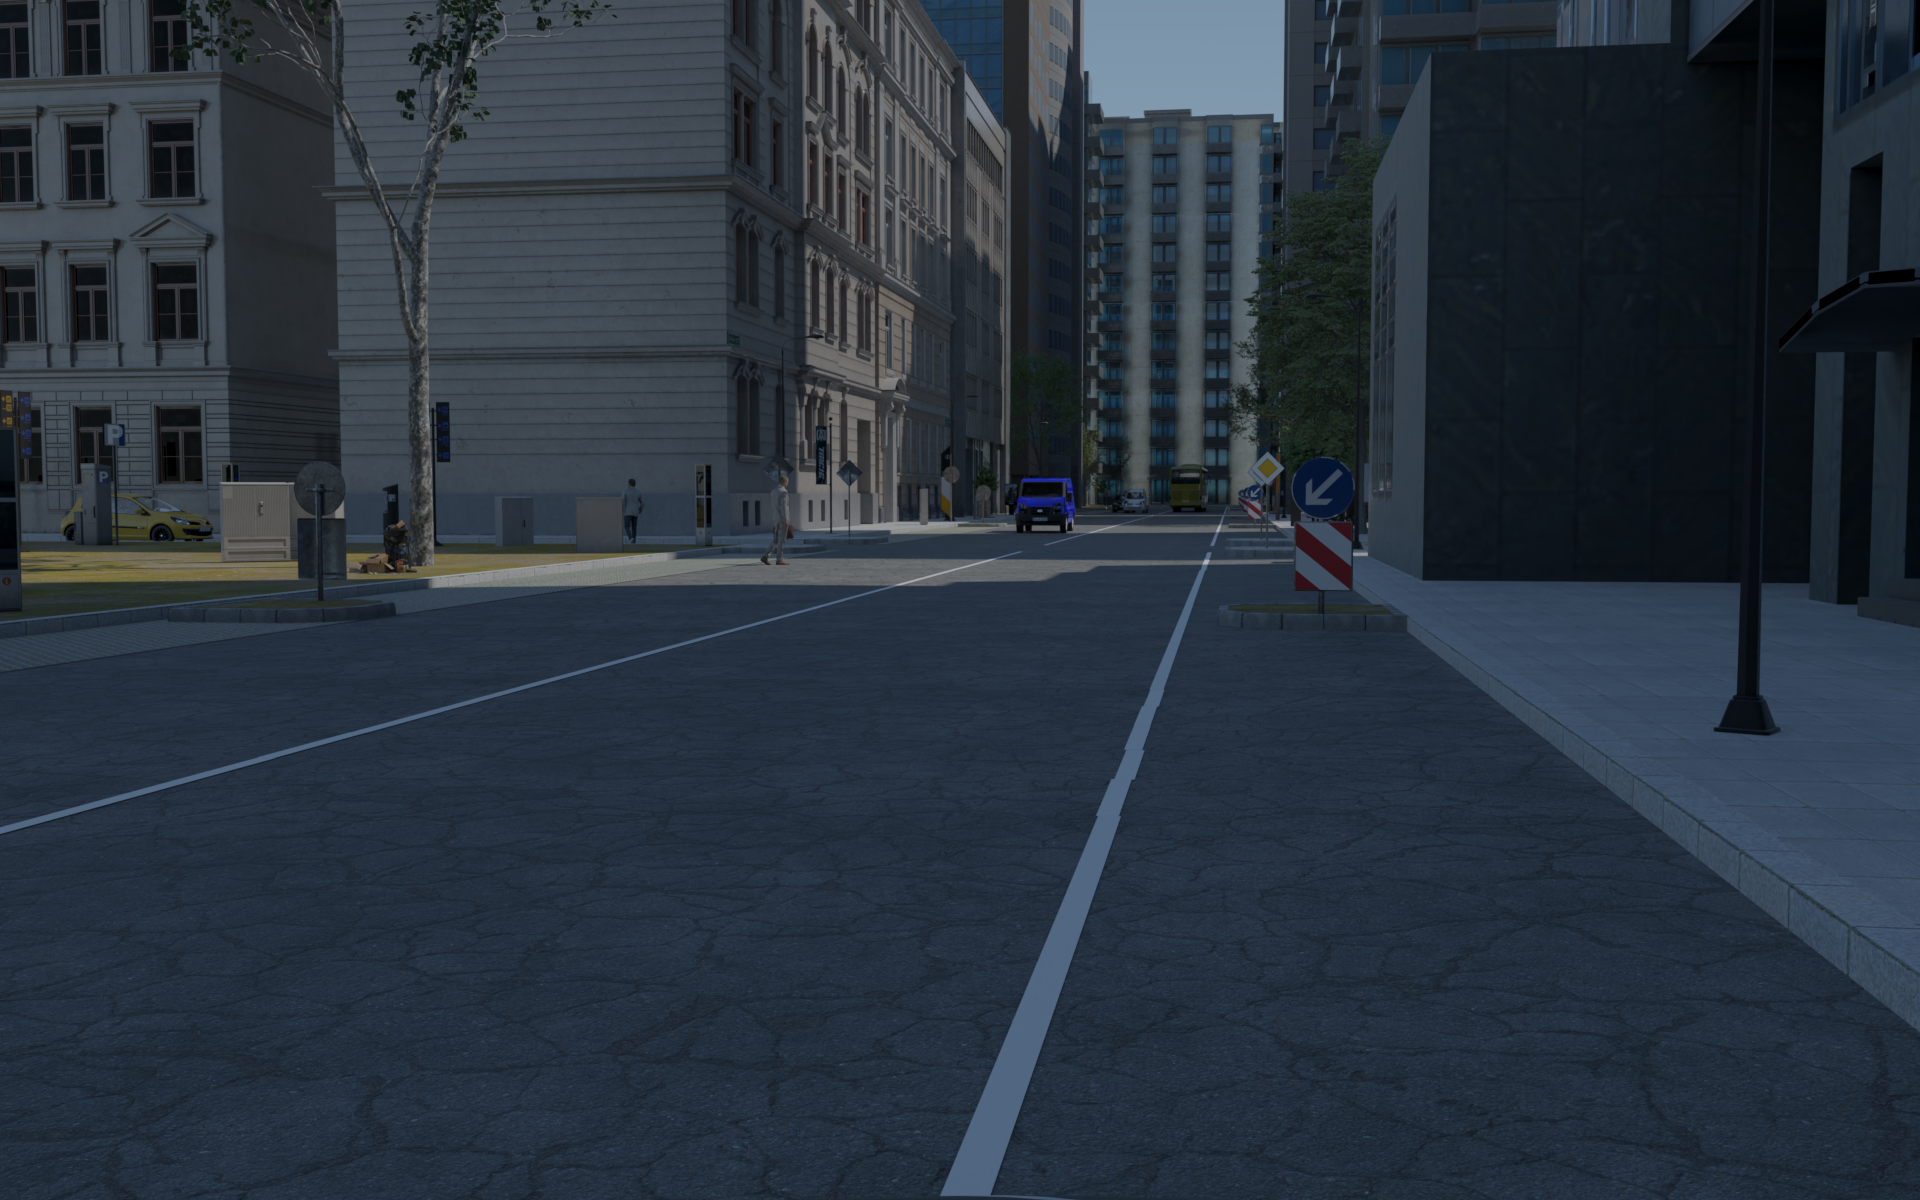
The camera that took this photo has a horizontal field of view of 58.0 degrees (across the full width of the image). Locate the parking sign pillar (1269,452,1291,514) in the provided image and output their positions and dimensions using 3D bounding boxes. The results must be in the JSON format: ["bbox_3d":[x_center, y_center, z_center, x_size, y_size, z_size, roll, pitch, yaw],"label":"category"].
[{"bbox_3d":[20.456,-7.465,110.522,1.447,3.967,1.447,0,4,-1],"label":"parking sign pillar"}]

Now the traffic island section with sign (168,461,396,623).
[{"bbox_3d":[-7.701,-0.700,20.072,1.989,1.847,2.006,1,4,9],"label":"traffic island section with sign"}]

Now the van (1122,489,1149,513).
[{"bbox_3d":[13.161,-7.491,129.481,2.013,2.044,4.112,1,4,10],"label":"van"}]

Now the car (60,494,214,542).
[{"bbox_3d":[-22.968,-2.337,48.440,3.980,1.641,2.015,0,4,8],"label":"car"}]

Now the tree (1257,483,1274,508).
[{"bbox_3d":[29.852,-10.872,172.364,1.663,3.219,1.824,0,3,0],"label":"tree"}]

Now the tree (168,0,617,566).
[{"bbox_3d":[-10.868,-10.709,30.987,12.611,20.169,13.585,0,3,0],"label":"tree"}]

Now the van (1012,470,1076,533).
[{"bbox_3d":[3.236,-3.729,65.353,2.240,2.365,5.245,0,4,8],"label":"van"}]

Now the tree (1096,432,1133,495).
[{"bbox_3d":[18.194,-15.388,201.948,4.360,8.622,3.978,0,3,0],"label":"tree"}]

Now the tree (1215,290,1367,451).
[{"bbox_3d":[15.269,-8.893,79.819,7.601,10.594,8.767,-1,4,-17],"label":"tree"}]

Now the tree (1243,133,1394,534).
[{"bbox_3d":[12.693,-8.367,54.925,7.486,12.596,7.792,0,3,0],"label":"tree"}]

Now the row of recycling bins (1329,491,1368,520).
[{"bbox_3d":[18.945,-4.782,85.301,1.069,1.692,3.534,-2,4,-29],"label":"row of recycling bins"}]

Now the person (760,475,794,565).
[{"bbox_3d":[-3.615,-1.614,35.005,0.853,1.813,0.709,-3,4,-39],"label":"person"}]

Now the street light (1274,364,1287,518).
[{"bbox_3d":[11.992,-5.432,61.347,1.470,5.913,1.316,1,4,9],"label":"street light"}]

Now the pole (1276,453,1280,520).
[{"bbox_3d":[15.759,-5.627,85.838,0.158,3.312,0.155,0,3,0],"label":"pole"}]

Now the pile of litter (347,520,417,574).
[{"bbox_3d":[-9.481,-0.883,28.398,1.176,0.858,1.719,0,4,-8],"label":"pile of litter"}]

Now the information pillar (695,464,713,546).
[{"bbox_3d":[-6.286,-2.325,42.501,0.304,2.012,0.304,2,4,27],"label":"information pillar"}]

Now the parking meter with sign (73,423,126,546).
[{"bbox_3d":[-21.651,-2.886,43.452,1.738,3.016,0.543,2,4,34],"label":"parking meter with sign"}]

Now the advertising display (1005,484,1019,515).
[{"bbox_3d":[3.158,-6.167,106.050,0.974,1.923,0.123,3,4,38],"label":"advertising display"}]

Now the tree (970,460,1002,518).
[{"bbox_3d":[1.261,-6.055,93.608,1.663,3.219,1.824,0,3,0],"label":"tree"}]

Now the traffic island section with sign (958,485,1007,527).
[{"bbox_3d":[1.022,-4.098,75.636,1.989,1.847,2.006,1,4,9],"label":"traffic island section with sign"}]

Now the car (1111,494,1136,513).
[{"bbox_3d":[12.798,-7.658,134.994,2.009,1.686,4.222,1,4,8],"label":"car"}]

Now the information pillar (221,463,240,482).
[{"bbox_3d":[-17.399,-2.254,41.339,0.304,2.012,0.304,1,4,10],"label":"information pillar"}]

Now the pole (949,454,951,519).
[{"bbox_3d":[-0.536,-5.793,88.558,0.158,3.312,0.155,0,3,0],"label":"pole"}]

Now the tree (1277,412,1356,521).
[{"bbox_3d":[13.561,-4.972,65.005,4.285,4.588,4.351,0,3,0],"label":"tree"}]

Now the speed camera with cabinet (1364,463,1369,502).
[{"bbox_3d":[12.491,-3.337,48.889,2.038,3.252,0.660,2,4,24],"label":"speed camera with cabinet"}]

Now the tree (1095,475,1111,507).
[{"bbox_3d":[14.672,-11.173,177.282,1.663,3.219,1.824,0,3,0],"label":"tree"}]

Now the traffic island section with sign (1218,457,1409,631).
[{"bbox_3d":[3.875,-0.647,19.211,1.989,1.847,2.006,1,4,9],"label":"traffic island section with sign"}]

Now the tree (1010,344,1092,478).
[{"bbox_3d":[5.591,-11.918,120.615,9.928,11.665,9.643,0,3,0],"label":"tree"}]

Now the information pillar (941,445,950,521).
[{"bbox_3d":[-0.679,-5.625,83.317,0.504,3.616,0.183,-2,4,-29],"label":"information pillar"}]

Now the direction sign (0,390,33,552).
[{"bbox_3d":[-20.717,-2.818,38.077,0.379,3.537,0.876,1,4,13],"label":"direction sign"}]

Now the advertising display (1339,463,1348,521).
[{"bbox_3d":[8.067,-1.911,36.466,0.123,1.923,0.974,1,4,15],"label":"advertising display"}]

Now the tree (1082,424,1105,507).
[{"bbox_3d":[12.470,-13.514,171.312,4.737,8.622,4.395,0,3,0],"label":"tree"}]

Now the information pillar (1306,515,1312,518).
[{"bbox_3d":[18.517,-5.335,91.714,0.304,2.012,0.304,1,4,15],"label":"information pillar"}]

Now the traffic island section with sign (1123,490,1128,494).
[{"bbox_3d":[17.243,-10.417,178.948,1.989,1.847,2.006,1,4,9],"label":"traffic island section with sign"}]

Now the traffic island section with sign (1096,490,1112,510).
[{"bbox_3d":[12.943,-8.740,151.529,1.989,1.847,2.006,1,4,9],"label":"traffic island section with sign"}]

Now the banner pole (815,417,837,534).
[{"bbox_3d":[-4.362,-4.041,56.092,0.863,3.779,0.401,-3,5,-43],"label":"banner pole"}]

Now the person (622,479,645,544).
[{"bbox_3d":[-8.640,-2.287,45.745,0.661,1.843,0.795,-2,4,-27],"label":"person"}]

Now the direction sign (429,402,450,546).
[{"bbox_3d":[-12.968,-3.101,42.693,0.876,3.537,0.379,1,4,11],"label":"direction sign"}]

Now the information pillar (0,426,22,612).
[{"bbox_3d":[-10.467,-0.881,18.897,0.304,2.012,0.304,-3,5,-44],"label":"information pillar"}]
